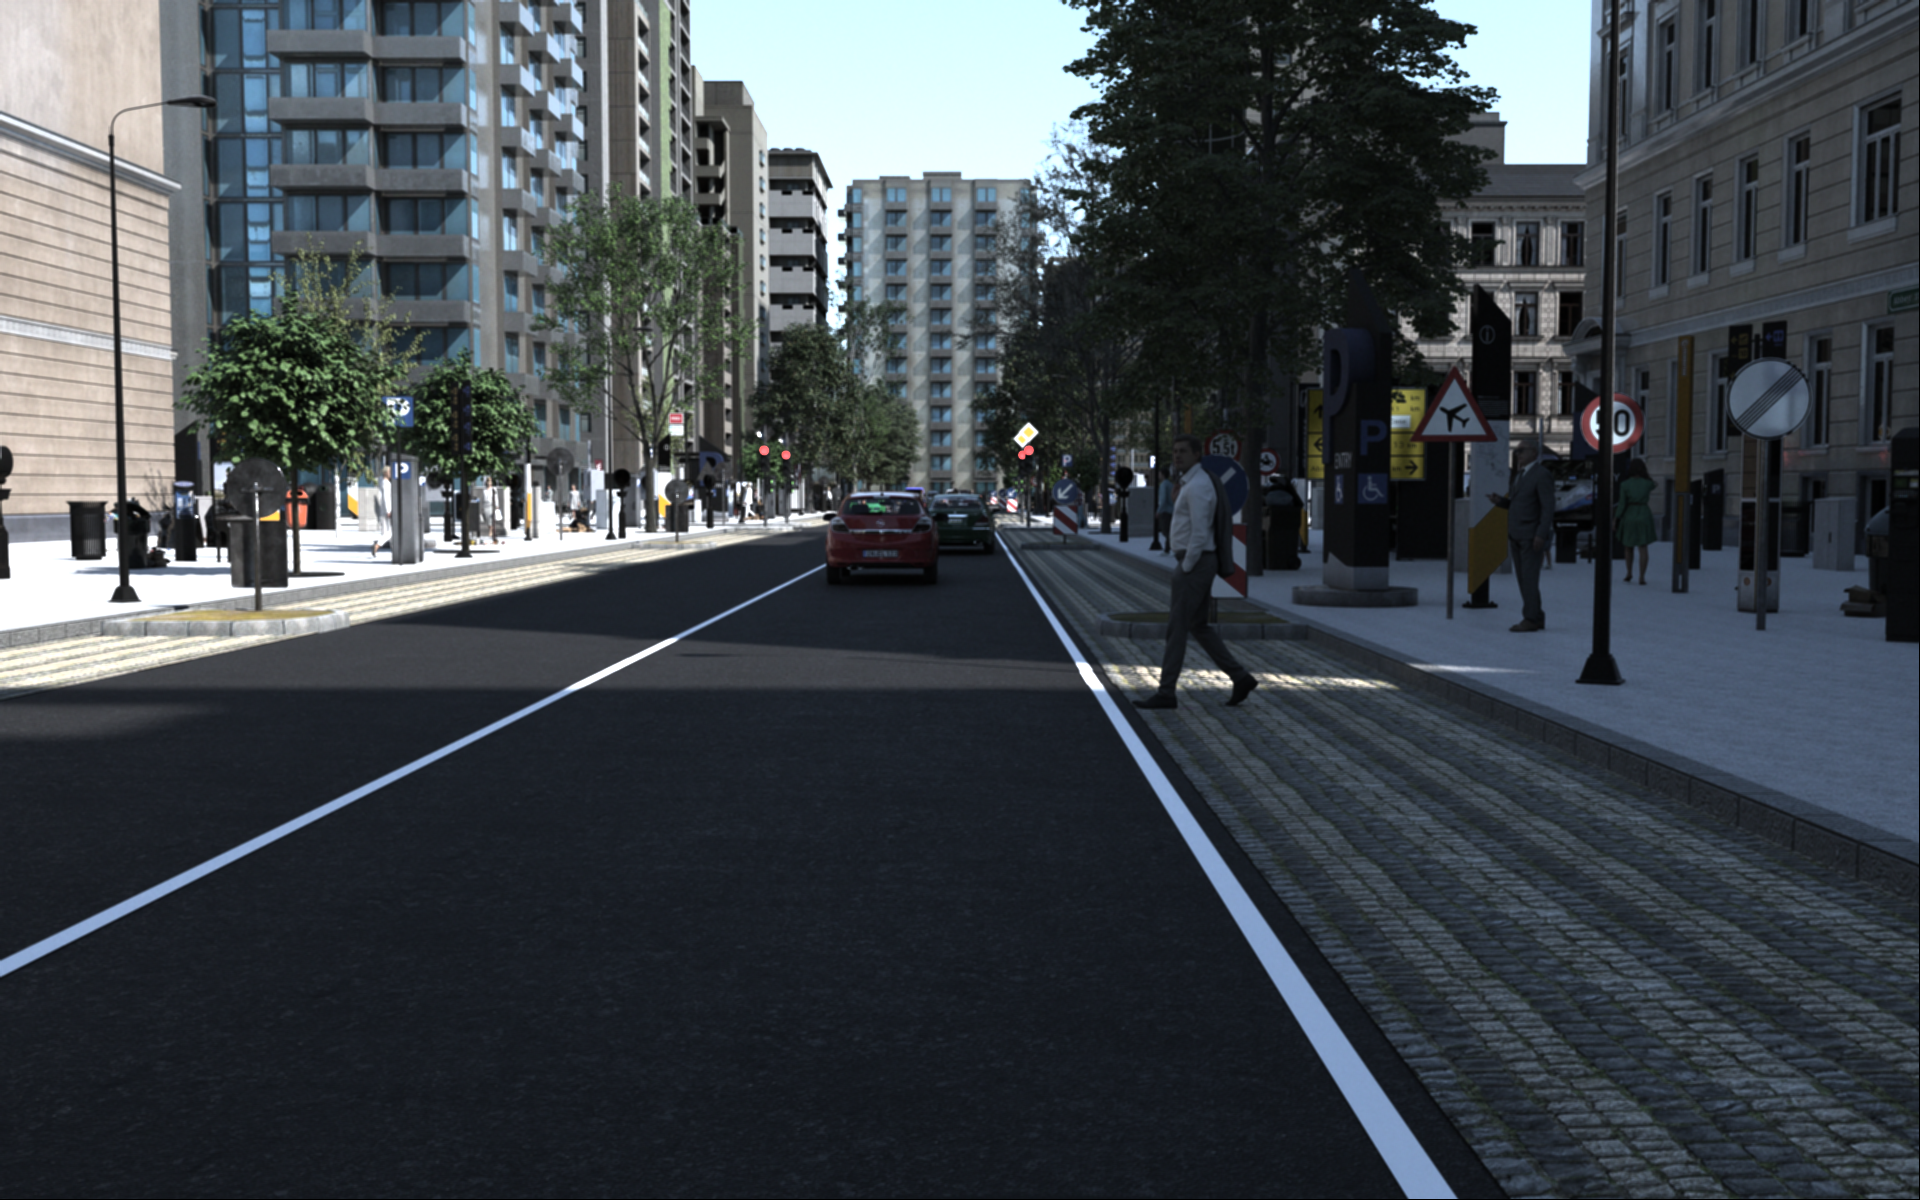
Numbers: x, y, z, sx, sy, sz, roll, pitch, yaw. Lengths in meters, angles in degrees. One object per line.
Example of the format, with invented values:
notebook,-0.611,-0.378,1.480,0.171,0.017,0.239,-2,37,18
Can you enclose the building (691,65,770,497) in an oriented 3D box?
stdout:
building,-33.842,-35.289,200.678,21.600,48.544,21.300,0,4,0

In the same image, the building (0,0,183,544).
building,-34.169,-15.983,47.219,20.117,28.700,13.634,0,4,0

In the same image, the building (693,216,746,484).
building,-30.173,-24.945,179.553,14.160,30.474,14.107,0,4,0

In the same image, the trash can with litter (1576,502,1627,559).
trash can with litter,12.728,-1.400,34.281,1.055,1.170,0.624,3,5,42

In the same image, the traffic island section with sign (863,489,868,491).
traffic island section with sign,-6.968,-7.291,127.834,1.989,1.847,2.006,0,4,0

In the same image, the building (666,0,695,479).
building,-33.595,-44.185,160.680,20.563,71.187,20.611,0,4,0

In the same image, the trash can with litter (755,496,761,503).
trash can with litter,-15.506,-7.577,135.265,1.055,1.170,0.624,-1,4,-11

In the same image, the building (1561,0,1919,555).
building,25.068,-15.701,42.608,13.634,28.700,20.117,0,4,0

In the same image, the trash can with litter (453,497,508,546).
trash can with litter,-12.074,-2.016,44.015,1.678,1.210,2.233,1,4,14

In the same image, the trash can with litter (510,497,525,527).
trash can with litter,-17.332,-3.379,66.633,0.624,1.170,1.055,1,4,9

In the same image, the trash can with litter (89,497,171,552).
trash can with litter,-18.562,-1.689,38.670,1.678,1.210,2.233,-2,4,-25

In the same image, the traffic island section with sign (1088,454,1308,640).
traffic island section with sign,2.417,-0.564,17.845,1.989,1.847,2.006,0,4,0

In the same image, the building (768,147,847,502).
building,-31.663,-41.152,262.077,27.495,52.752,28.713,0,4,0

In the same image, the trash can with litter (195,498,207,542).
trash can with litter,-20.080,-2.122,45.756,2.233,1.210,1.678,1,4,11

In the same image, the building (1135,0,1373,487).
building,29.238,-45.135,176.207,20.563,71.187,20.611,0,4,0

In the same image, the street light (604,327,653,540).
street light,-9.218,-4.630,48.242,1.470,5.913,1.316,0,4,0

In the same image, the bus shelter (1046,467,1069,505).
bus shelter,7.804,-9.139,143.349,2.014,3.302,5.546,0,4,0

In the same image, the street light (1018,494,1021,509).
street light,4.489,-9.188,122.768,1.470,5.913,1.316,0,4,0

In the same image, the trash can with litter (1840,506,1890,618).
trash can with litter,9.782,-0.420,18.246,1.055,1.170,0.624,-3,4,-37

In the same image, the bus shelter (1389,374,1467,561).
bus shelter,8.921,-2.752,36.275,1.731,3.624,6.357,0,4,0

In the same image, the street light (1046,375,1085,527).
street light,4.245,-5.818,67.670,1.470,5.913,1.316,0,4,0

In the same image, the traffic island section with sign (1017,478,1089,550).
traffic island section with sign,2.574,-2.215,44.849,1.989,1.847,2.006,0,4,0

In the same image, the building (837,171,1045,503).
building,-2.704,-39.128,259.357,30.456,49.044,23.786,0,4,0

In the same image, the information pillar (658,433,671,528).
information pillar,-11.307,-4.586,66.342,0.504,3.616,0.183,-2,4,-24

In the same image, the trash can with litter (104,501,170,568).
trash can with litter,-14.219,-1.137,29.975,0.624,1.170,1.055,1,4,9

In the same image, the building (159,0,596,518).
building,-35.918,-29.747,105.978,23.786,49.044,30.456,0,4,0

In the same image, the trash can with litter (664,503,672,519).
trash can with litter,-15.102,-4.783,89.586,0.624,1.170,1.055,0,4,-1

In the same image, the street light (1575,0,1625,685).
street light,3.819,-2.390,11.621,1.470,5.913,1.316,0,4,0

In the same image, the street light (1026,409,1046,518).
street light,4.286,-7.470,94.679,1.470,5.913,1.316,0,4,0

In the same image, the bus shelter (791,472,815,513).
bus shelter,-11.481,-7.859,122.421,2.014,3.302,5.546,0,4,0

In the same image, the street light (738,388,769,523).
street light,-9.024,-6.305,75.620,1.470,5.913,1.316,0,4,0

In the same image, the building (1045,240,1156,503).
building,24.547,-35.002,264.161,23.993,40.220,32.217,0,4,0

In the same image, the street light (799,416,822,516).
street light,-8.948,-8.010,103.503,1.470,5.913,1.316,0,4,0

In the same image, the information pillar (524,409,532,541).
information pillar,-11.816,-3.423,47.317,0.183,3.616,0.504,-2,4,-23

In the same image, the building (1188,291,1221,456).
building,24.314,-16.911,141.116,10.561,19.102,19.286,0,4,0

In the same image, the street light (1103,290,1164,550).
street light,3.951,-4.096,39.504,1.470,5.913,1.316,0,4,0

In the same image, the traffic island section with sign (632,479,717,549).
traffic island section with sign,-7.445,-2.250,45.423,1.989,1.847,2.006,0,4,0

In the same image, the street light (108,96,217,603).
street light,-9.366,-2.925,20.359,1.470,5.913,1.316,0,4,0

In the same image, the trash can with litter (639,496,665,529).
trash can with litter,-10.994,-3.224,63.765,1.678,1.210,2.233,1,4,11

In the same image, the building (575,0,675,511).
building,-30.789,-27.695,136.401,14.154,41.232,14.086,0,4,0

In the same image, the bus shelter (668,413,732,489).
bus shelter,-13.269,-6.759,88.137,2.179,5.291,8.768,0,4,0

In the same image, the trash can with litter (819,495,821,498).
trash can with litter,-11.279,-8.125,143.893,1.678,1.210,2.233,1,4,19

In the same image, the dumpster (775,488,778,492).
dumpster,-13.490,-7.460,124.468,1.502,2.255,1.985,0,4,0

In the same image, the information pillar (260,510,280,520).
information pillar,-13.708,-2.625,34.279,0.183,3.616,0.504,2,4,32

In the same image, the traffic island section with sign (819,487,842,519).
traffic island section with sign,-7.126,-5.627,100.630,1.989,1.847,2.006,0,4,0

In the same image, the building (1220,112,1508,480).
building,26.364,-19.867,118.334,14.314,27.812,24.014,0,4,0

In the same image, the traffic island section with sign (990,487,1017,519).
traffic island section with sign,2.898,-5.626,100.605,1.989,1.847,2.006,0,4,0

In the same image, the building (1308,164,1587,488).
building,29.304,-14.040,94.177,19.286,19.102,10.561,0,4,0

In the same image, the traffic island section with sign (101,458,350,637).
traffic island section with sign,-7.595,-0.588,18.238,1.989,1.847,2.006,0,4,0
